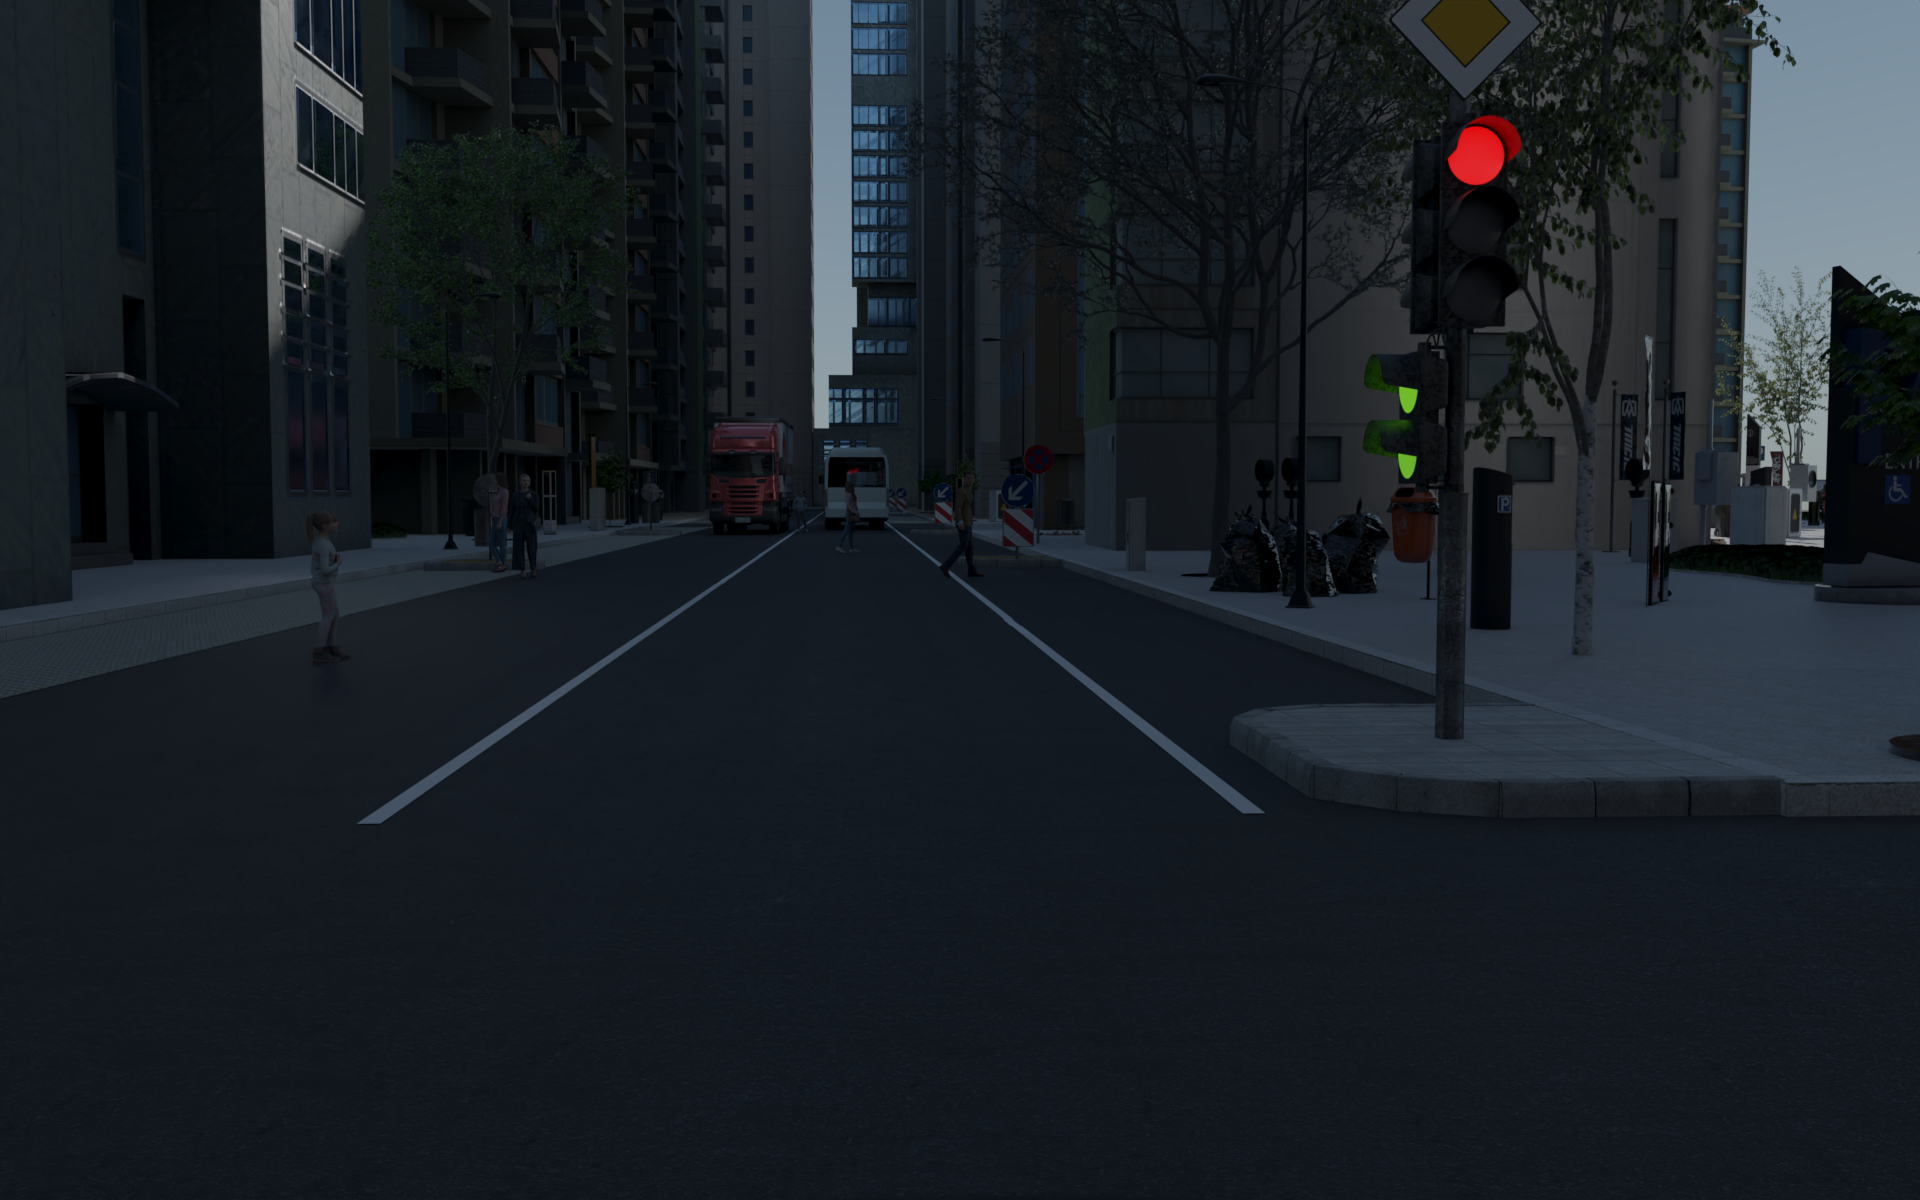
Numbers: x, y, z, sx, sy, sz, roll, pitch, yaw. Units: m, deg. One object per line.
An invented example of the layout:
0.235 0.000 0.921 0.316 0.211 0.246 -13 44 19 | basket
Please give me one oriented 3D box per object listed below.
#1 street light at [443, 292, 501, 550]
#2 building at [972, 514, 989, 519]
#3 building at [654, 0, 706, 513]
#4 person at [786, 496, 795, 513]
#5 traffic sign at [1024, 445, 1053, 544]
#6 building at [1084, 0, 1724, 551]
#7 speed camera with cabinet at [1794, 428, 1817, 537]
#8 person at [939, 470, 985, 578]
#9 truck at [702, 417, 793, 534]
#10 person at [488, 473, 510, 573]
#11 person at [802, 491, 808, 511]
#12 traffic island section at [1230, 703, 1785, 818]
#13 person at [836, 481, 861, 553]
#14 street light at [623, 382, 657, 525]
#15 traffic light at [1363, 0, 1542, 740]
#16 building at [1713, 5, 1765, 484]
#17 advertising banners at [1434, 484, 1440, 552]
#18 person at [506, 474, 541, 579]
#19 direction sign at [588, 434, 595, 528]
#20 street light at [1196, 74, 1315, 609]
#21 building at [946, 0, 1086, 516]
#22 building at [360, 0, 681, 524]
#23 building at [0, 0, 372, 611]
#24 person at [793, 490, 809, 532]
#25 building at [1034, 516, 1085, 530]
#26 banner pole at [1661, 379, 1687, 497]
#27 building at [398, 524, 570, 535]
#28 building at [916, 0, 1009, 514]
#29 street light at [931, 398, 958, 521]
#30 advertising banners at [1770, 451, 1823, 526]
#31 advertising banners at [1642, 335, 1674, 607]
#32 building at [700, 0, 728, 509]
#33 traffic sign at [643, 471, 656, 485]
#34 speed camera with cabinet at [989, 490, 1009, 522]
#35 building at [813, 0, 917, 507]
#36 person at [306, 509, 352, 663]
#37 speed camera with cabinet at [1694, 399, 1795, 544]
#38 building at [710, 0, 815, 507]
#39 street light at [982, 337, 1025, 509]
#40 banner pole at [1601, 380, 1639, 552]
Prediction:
-11.265 -4.126 39.994 1.470 5.913 1.316 0 4 -4 | street light
10.633 -34.272 102.354 21.231 58.520 28.212 0 4 -4 | building
-25.271 -26.612 118.707 14.154 41.232 14.086 0 4 -4 | building
-12.870 -7.535 132.405 0.721 1.736 1.217 3 5 39 | person
2.017 -2.728 44.705 0.768 2.556 0.104 0 4 -2 | traffic sign
10.078 -22.109 45.085 14.154 41.232 14.086 0 4 -4 | building
24.899 -3.509 51.701 2.038 3.252 0.660 -3 5 -43 | speed camera with cabinet
0.054 -1.306 29.771 0.836 1.842 0.656 -1 4 -17 | person
-7.766 -4.652 64.977 2.839 4.237 11.283 0 4 -3 | truck
-8.389 -1.405 31.488 0.388 1.821 0.555 -3 4 -39 | person
-13.554 -8.603 149.952 1.217 1.735 0.721 3 4 39 | person
2.597 0.805 9.117 2.009 0.180 2.903 0 4 -4 | traffic island section
-2.743 -2.031 42.303 0.643 1.750 0.593 -1 4 -12 | person
-13.295 -6.085 72.027 1.470 5.913 1.316 0 4 -4 | street light
2.556 -1.228 9.000 0.839 4.253 0.868 0 4 -4 | traffic light
53.732 -30.394 151.560 28.867 44.769 22.147 0 4 -4 | building
10.474 -2.530 37.548 0.090 3.025 2.074 0 4 -2 | advertising banners
-7.423 -1.258 29.494 0.576 1.772 0.534 -1 4 -18 | person
-13.840 -4.477 65.193 0.379 3.537 0.876 -2 4 -26 | direction sign
3.305 -2.864 19.365 1.470 5.913 1.316 0 4 -4 | street light
6.292 -28.965 123.691 14.600 45.320 14.200 0 4 -4 | building
-27.669 -27.055 96.968 22.147 44.769 28.867 0 4 -4 | building
-22.132 -43.413 22.478 22.319 86.520 31.000 0 4 -4 | building
-6.060 -3.395 65.819 0.589 1.601 0.330 -1 4 -13 | person
9.066 -25.500 67.042 14.600 45.320 14.200 0 4 -4 | building
15.418 -2.906 37.536 0.401 3.779 0.863 -1 4 -17 | banner pole
-25.652 -25.143 65.710 22.147 44.769 28.867 0 4 -4 | building
6.845 -36.869 144.813 21.231 58.520 28.212 0 4 -4 | building
-0.705 -6.806 83.823 1.470 5.913 1.316 0 4 -4 | street light
33.913 -4.530 70.261 2.074 3.025 0.090 1 4 10 | advertising banners
8.047 -1.456 20.000 0.090 3.025 2.074 2 4 31 | advertising banners
-35.180 -32.105 144.528 30.456 49.044 23.786 0 4 -4 | building
-13.935 -4.627 77.774 0.606 2.300 0.079 0 4 1 | traffic sign
2.350 -5.247 80.124 2.038 3.252 0.660 -2 4 -32 | speed camera with cabinet
0.430 -52.965 178.657 31.000 86.520 22.319 0 4 -4 | building
-5.389 -0.123 14.792 0.394 1.301 0.425 -3 5 -39 | person
16.026 -2.522 35.569 0.660 3.252 2.038 -1 4 -18 | speed camera with cabinet
-29.064 -38.827 176.823 28.212 58.520 21.231 0 4 -4 | building
1.345 -4.830 51.508 1.470 5.913 1.316 0 4 -4 | street light
14.601 -2.947 38.199 0.863 3.779 0.401 -1 4 -17 | banner pole
